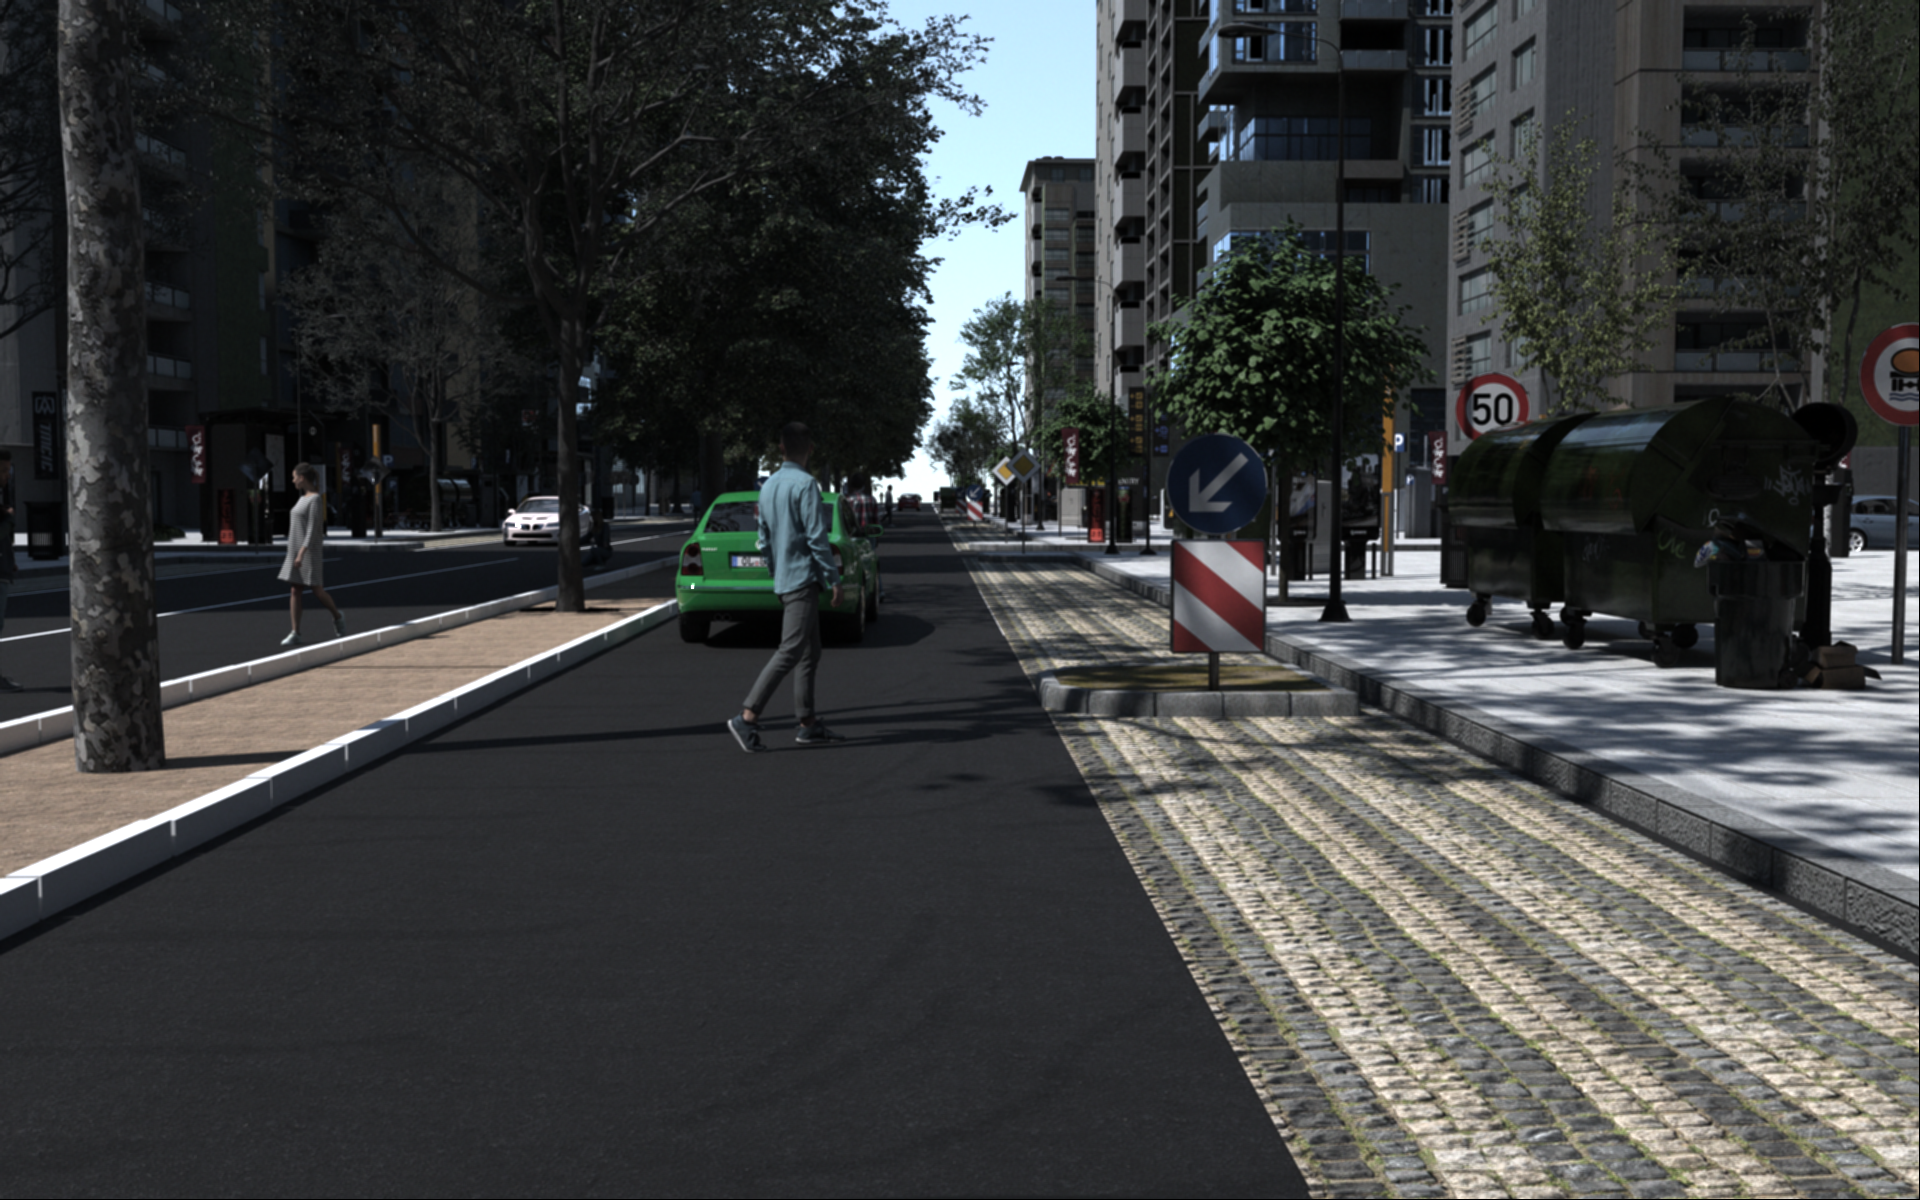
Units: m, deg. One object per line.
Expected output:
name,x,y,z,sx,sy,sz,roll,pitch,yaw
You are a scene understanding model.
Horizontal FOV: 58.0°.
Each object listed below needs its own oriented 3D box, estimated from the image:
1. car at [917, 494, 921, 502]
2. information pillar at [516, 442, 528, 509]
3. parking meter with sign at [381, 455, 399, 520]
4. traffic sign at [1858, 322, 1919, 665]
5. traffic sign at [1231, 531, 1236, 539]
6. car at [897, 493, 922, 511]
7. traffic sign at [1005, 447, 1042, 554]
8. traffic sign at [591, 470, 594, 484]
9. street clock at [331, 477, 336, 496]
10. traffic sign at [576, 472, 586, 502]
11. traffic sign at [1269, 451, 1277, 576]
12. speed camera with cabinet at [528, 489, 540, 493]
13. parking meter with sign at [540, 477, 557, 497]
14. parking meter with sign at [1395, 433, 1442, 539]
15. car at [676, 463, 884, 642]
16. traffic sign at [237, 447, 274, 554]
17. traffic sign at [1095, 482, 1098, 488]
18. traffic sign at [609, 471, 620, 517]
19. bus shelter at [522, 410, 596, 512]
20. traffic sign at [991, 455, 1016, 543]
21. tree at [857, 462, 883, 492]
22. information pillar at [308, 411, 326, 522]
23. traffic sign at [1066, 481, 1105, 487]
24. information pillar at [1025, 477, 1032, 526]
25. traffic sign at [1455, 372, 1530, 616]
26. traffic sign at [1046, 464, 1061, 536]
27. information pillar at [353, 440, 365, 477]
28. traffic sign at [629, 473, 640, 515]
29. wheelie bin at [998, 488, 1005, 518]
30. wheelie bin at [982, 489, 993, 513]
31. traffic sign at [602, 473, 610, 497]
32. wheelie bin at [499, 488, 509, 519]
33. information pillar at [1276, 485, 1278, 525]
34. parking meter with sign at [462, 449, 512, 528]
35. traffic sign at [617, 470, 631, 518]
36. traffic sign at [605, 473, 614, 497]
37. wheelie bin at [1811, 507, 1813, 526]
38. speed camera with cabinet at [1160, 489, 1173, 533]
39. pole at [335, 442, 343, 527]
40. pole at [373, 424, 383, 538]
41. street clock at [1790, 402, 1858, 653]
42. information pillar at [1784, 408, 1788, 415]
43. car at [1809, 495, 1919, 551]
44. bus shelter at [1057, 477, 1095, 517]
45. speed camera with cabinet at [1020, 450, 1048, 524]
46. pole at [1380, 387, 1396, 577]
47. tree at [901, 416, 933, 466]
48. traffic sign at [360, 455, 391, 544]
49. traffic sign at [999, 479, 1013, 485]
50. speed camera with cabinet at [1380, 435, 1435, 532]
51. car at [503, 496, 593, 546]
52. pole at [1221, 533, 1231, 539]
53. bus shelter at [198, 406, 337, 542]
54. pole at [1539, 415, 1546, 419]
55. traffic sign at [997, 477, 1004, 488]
car,-7.136,-16.453,277.796,1.959,1.807,4.718,0,4,-3
information pillar,-19.625,-5.274,77.586,0.504,3.616,0.183,-2,4,-26
parking meter with sign,-24.970,-4.880,76.044,0.543,3.016,1.738,-2,4,-27
traffic sign,7.063,-0.787,12.974,0.768,2.556,0.104,0,4,0
traffic sign,4.329,-1.667,27.366,0.768,2.556,0.104,0,4,7
car,-4.238,-8.313,144.953,2.155,1.783,4.494,0,4,1
traffic sign,1.361,-2.049,37.148,0.795,2.450,0.064,0,4,-1
traffic sign,-19.563,-5.581,91.349,0.768,2.556,0.104,0,4,4
street clock,-26.668,-4.243,73.937,0.358,2.002,0.471,-1,4,-9
traffic sign,-17.543,-4.759,79.936,0.606,2.300,0.079,0,4,2
traffic sign,4.929,-1.655,27.168,0.768,2.556,0.104,0,4,1
speed camera with cabinet,-28.953,-7.555,117.852,0.660,3.252,2.038,1,4,11
parking meter with sign,-18.611,-5.019,78.317,1.738,3.016,0.543,-1,4,-11
parking meter with sign,13.226,-3.280,49.882,1.738,3.016,0.543,-2,4,-31
car,-1.808,-0.572,18.150,1.959,1.807,4.718,0,4,1
traffic sign,-14.980,-2.031,36.852,0.795,2.450,0.064,0,4,-1
traffic sign,4.283,-3.324,54.455,0.768,2.556,0.104,1,4,8
traffic sign,-18.858,-5.803,94.985,0.768,2.556,0.104,0,4,7
bus shelter,-19.824,-6.582,85.246,2.179,5.291,8.768,0,4,-1
traffic sign,1.206,-2.538,45.131,0.795,2.450,0.064,0,4,-1
tree,-6.010,-8.962,99.352,4.360,8.622,3.978,0,3,0
information pillar,-18.138,-3.518,48.870,0.504,3.616,0.183,1,4,20
traffic sign,4.664,-3.907,57.759,2.265,3.308,0.079,0,4,8
information pillar,2.699,-4.006,69.982,0.304,2.012,0.304,-3,4,-36
traffic sign,5.585,-1.109,18.244,0.768,2.556,0.104,1,4,8
traffic sign,3.044,-3.220,52.649,0.884,2.594,0.081,0,4,5
information pillar,-25.717,-5.062,74.120,0.504,3.616,0.183,-2,4,-26
traffic sign,-20.076,-6.507,106.495,0.768,2.556,0.104,0,4,2
wheelie bin,2.521,-5.179,92.590,0.980,1.594,0.693,-2,4,-24
wheelie bin,1.736,-6.672,116.993,0.980,1.594,0.693,0,4,6
traffic sign,-21.671,-6.515,106.631,0.768,2.556,0.104,0,4,2
wheelie bin,-23.325,-4.897,87.976,0.693,1.594,0.980,0,4,2
information pillar,13.524,-4.980,72.771,0.504,3.616,0.183,1,4,15
parking meter with sign,-18.172,-4.310,66.735,1.738,3.016,0.543,-2,4,-31
traffic sign,-18.105,-5.705,93.386,0.768,2.556,0.104,0,4,2
traffic sign,-21.388,-6.496,106.316,0.768,2.556,0.104,0,4,2
wheelie bin,36.100,-3.963,72.697,0.693,1.594,0.980,3,5,43
speed camera with cabinet,7.635,-3.828,56.917,2.038,3.252,0.660,2,4,31
pole,-24.318,-4.525,67.820,0.158,3.312,0.155,0,3,0
pole,-17.082,-3.483,50.796,0.158,3.312,0.155,0,3,0
street clock,6.826,-0.563,13.773,0.471,2.002,0.358,3,5,45
information pillar,22.413,-3.422,47.310,0.504,3.616,0.183,-3,4,-37
car,21.826,-1.760,40.773,4.499,1.417,2.014,0,4,-1
bus shelter,5.260,-6.024,76.127,2.179,5.291,8.768,0,4,-1
speed camera with cabinet,3.183,-4.871,73.983,0.660,3.252,2.038,1,4,22
pole,6.644,-2.019,26.854,0.158,3.312,0.155,0,3,0
tree,-6.371,-10.934,115.640,8.767,10.594,7.601,0,4,-1
traffic sign,-15.136,-2.519,44.835,0.795,2.450,0.064,0,4,-1
traffic sign,2.525,-5.778,94.576,0.768,2.556,0.104,0,4,7
speed camera with cabinet,15.084,-3.942,58.787,0.660,3.252,2.038,-3,5,-45
car,-11.693,-2.262,49.339,2.083,1.381,4.827,0,4,-2
pole,4.675,-2.228,30.278,0.158,3.312,0.155,0,3,0
bus shelter,-19.677,-3.563,49.530,1.731,3.624,6.357,0,4,-1
pole,14.955,-3.099,44.512,0.158,3.312,0.155,0,3,0
traffic sign,2.391,-5.793,94.820,0.768,2.556,0.104,0,4,0
